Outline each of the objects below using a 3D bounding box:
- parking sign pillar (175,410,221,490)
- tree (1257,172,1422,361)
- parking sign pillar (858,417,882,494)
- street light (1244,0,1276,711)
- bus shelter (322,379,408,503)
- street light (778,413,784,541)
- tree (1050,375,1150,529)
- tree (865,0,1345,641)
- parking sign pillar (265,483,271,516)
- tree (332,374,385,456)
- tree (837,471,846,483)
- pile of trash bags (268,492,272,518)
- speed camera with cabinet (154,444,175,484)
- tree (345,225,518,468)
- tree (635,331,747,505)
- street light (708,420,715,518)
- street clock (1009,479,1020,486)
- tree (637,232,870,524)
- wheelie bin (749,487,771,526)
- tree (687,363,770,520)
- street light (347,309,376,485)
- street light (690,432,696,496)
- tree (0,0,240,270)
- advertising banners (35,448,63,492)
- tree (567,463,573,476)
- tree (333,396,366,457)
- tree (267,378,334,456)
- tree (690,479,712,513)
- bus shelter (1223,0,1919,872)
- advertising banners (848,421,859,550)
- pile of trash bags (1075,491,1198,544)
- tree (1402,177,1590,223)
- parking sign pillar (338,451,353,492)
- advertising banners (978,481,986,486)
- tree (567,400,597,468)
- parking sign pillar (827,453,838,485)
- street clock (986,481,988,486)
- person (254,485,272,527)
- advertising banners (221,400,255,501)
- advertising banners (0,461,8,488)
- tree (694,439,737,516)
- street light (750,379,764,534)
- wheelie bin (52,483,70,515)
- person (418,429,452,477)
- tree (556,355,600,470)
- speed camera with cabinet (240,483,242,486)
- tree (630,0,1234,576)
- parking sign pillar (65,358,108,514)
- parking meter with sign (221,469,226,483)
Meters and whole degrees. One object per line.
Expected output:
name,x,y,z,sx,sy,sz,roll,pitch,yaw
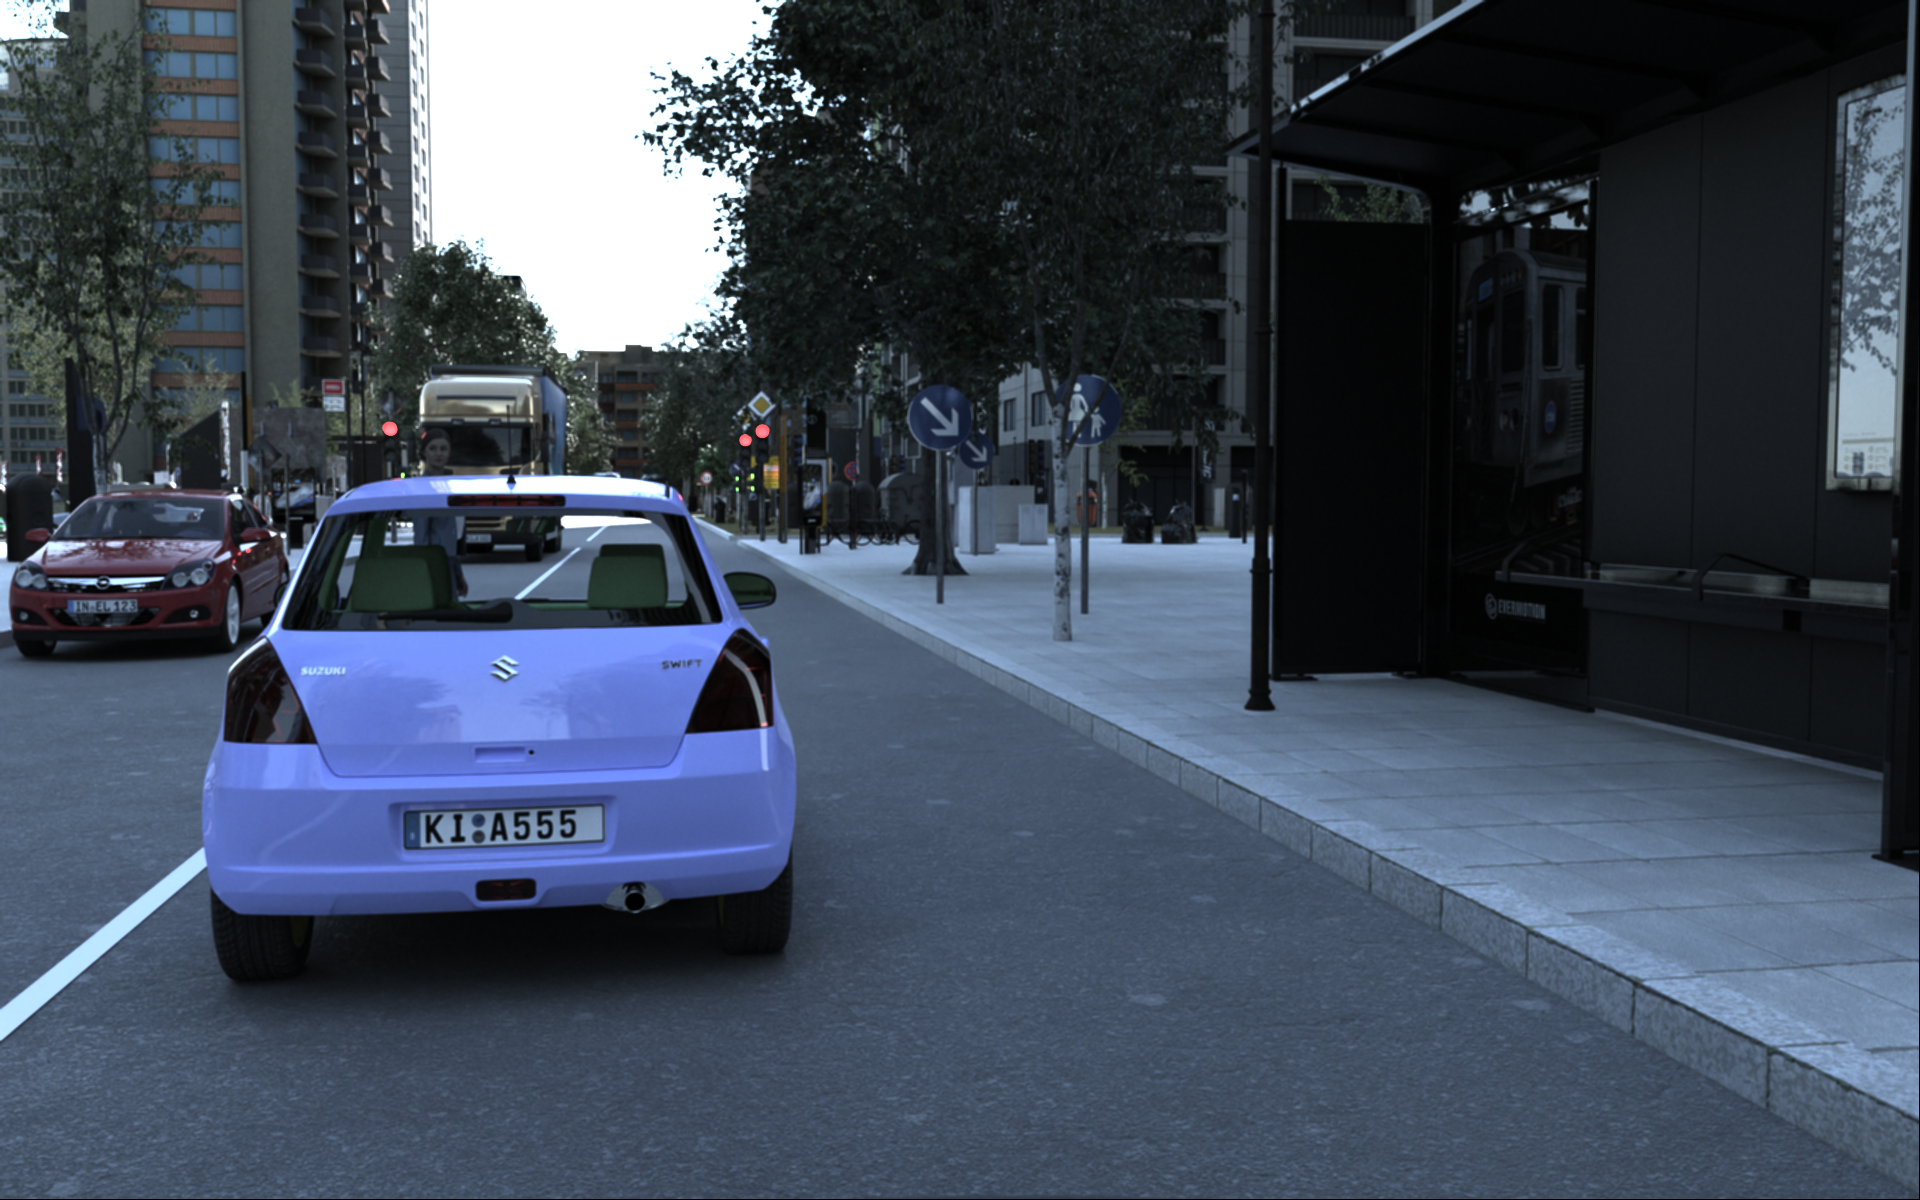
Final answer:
parking sign pillar,-24.207,-4.070,55.024,1.447,3.967,1.447,3,5,41
tree,8.462,-5.324,37.407,4.737,8.622,4.395,0,3,0
parking sign pillar,-3.081,-4.298,58.746,1.447,3.967,1.447,-1,4,-22
street light,1.787,-2.285,10.151,0.468,5.910,1.993,-1,4,-10
bus shelter,-21.660,-5.242,63.345,2.179,5.291,8.768,-1,4,-10
street light,-4.870,-4.532,46.889,0.468,5.910,1.993,-1,4,-10
tree,5.306,-6.903,63.224,4.737,8.622,4.395,0,3,0
tree,0.933,-3.934,14.681,4.360,8.622,3.978,0,3,0
parking sign pillar,-41.387,-6.982,102.634,1.447,3.967,1.447,3,4,37
tree,-35.512,-9.358,103.370,4.360,8.622,3.978,0,3,0
tree,-9.130,-8.066,126.477,1.663,3.219,1.824,0,3,0
pile of trash bags,-36.114,-5.076,92.738,1.912,1.369,3.447,1,4,18
speed camera with cabinet,-31.639,-4.596,69.475,0.660,3.252,2.038,0,4,-4
tree,-21.538,-9.619,74.284,9.611,12.733,9.660,0,3,0
tree,-30.925,-20.987,199.032,12.611,20.169,13.585,0,3,0
street light,-13.255,-7.330,92.627,0.468,5.910,1.993,-1,4,-10
street clock,2.531,-4.659,80.743,0.471,2.002,0.358,-1,4,-11
tree,-8.391,-9.986,73.636,12.009,13.543,11.850,0,3,0
wheelie bin,-8.046,-3.764,69.452,0.693,1.594,0.980,2,4,32
tree,-11.366,-8.366,87.150,4.360,8.622,3.978,0,3,0
street light,-14.976,-4.324,43.477,0.468,5.910,1.993,-1,4,-10
street light,-19.737,-9.515,128.351,0.468,5.910,1.993,-1,4,-10
tree,-11.140,-4.390,22.137,4.360,8.622,3.978,0,3,0
advertising banners,-34.160,-4.207,64.969,0.090,3.025,2.074,0,4,1
tree,-32.604,-9.454,138.283,4.285,4.588,4.351,0,3,0
tree,-43.623,-10.529,122.508,4.737,8.622,4.395,0,3,0
tree,-42.337,-9.704,109.031,4.737,8.622,4.395,0,3,0
tree,-17.611,-7.663,119.886,1.663,3.219,1.824,0,3,0
bus shelter,3.175,-1.081,8.955,1.731,3.624,6.357,-1,4,-10
advertising banners,-2.481,-2.725,40.748,0.090,3.025,2.074,0,4,2
pile of trash bags,4.612,-2.190,45.558,3.447,1.369,1.912,2,4,28
tree,10.098,-4.968,31.591,4.360,8.622,3.978,0,3,0
parking sign pillar,-35.094,-6.769,99.140,1.447,3.967,1.447,3,5,40
advertising banners,1.670,-4.986,77.716,2.074,3.025,0.090,0,4,-4
tree,-30.868,-11.970,130.114,7.601,10.594,8.767,-2,4,-27
parking sign pillar,-7.585,-6.898,101.257,1.447,3.967,1.447,1,4,20
street clock,1.393,-5.569,95.628,0.358,2.002,0.471,1,4,11
person,-19.260,-2.347,47.869,0.522,1.701,0.512,3,5,44
advertising banners,-13.347,-2.191,32.008,0.090,3.025,2.074,-3,4,-36
advertising banners,-50.114,-5.724,89.779,2.074,3.025,0.090,1,4,16
tree,-14.368,-7.318,103.361,4.285,4.588,4.351,0,3,0
street light,-6.512,-5.081,55.855,0.468,5.910,1.993,-1,4,-10
wheelie bin,-26.694,-2.678,51.691,0.693,1.594,0.980,1,4,20
person,-3.197,-0.117,10.441,0.654,1.822,0.581,1,4,20
tree,-29.339,-11.821,119.030,9.928,11.665,9.643,0,3,0
speed camera with cabinet,-47.784,-7.338,114.315,2.038,3.252,0.660,0,4,-5
tree,-0.311,-6.741,27.218,9.611,12.733,9.660,0,3,0
parking sign pillar,-17.589,-2.842,34.935,1.447,3.967,1.447,-1,4,-12
parking meter with sign,-52.585,-7.729,122.631,1.738,3.016,0.543,2,4,34
